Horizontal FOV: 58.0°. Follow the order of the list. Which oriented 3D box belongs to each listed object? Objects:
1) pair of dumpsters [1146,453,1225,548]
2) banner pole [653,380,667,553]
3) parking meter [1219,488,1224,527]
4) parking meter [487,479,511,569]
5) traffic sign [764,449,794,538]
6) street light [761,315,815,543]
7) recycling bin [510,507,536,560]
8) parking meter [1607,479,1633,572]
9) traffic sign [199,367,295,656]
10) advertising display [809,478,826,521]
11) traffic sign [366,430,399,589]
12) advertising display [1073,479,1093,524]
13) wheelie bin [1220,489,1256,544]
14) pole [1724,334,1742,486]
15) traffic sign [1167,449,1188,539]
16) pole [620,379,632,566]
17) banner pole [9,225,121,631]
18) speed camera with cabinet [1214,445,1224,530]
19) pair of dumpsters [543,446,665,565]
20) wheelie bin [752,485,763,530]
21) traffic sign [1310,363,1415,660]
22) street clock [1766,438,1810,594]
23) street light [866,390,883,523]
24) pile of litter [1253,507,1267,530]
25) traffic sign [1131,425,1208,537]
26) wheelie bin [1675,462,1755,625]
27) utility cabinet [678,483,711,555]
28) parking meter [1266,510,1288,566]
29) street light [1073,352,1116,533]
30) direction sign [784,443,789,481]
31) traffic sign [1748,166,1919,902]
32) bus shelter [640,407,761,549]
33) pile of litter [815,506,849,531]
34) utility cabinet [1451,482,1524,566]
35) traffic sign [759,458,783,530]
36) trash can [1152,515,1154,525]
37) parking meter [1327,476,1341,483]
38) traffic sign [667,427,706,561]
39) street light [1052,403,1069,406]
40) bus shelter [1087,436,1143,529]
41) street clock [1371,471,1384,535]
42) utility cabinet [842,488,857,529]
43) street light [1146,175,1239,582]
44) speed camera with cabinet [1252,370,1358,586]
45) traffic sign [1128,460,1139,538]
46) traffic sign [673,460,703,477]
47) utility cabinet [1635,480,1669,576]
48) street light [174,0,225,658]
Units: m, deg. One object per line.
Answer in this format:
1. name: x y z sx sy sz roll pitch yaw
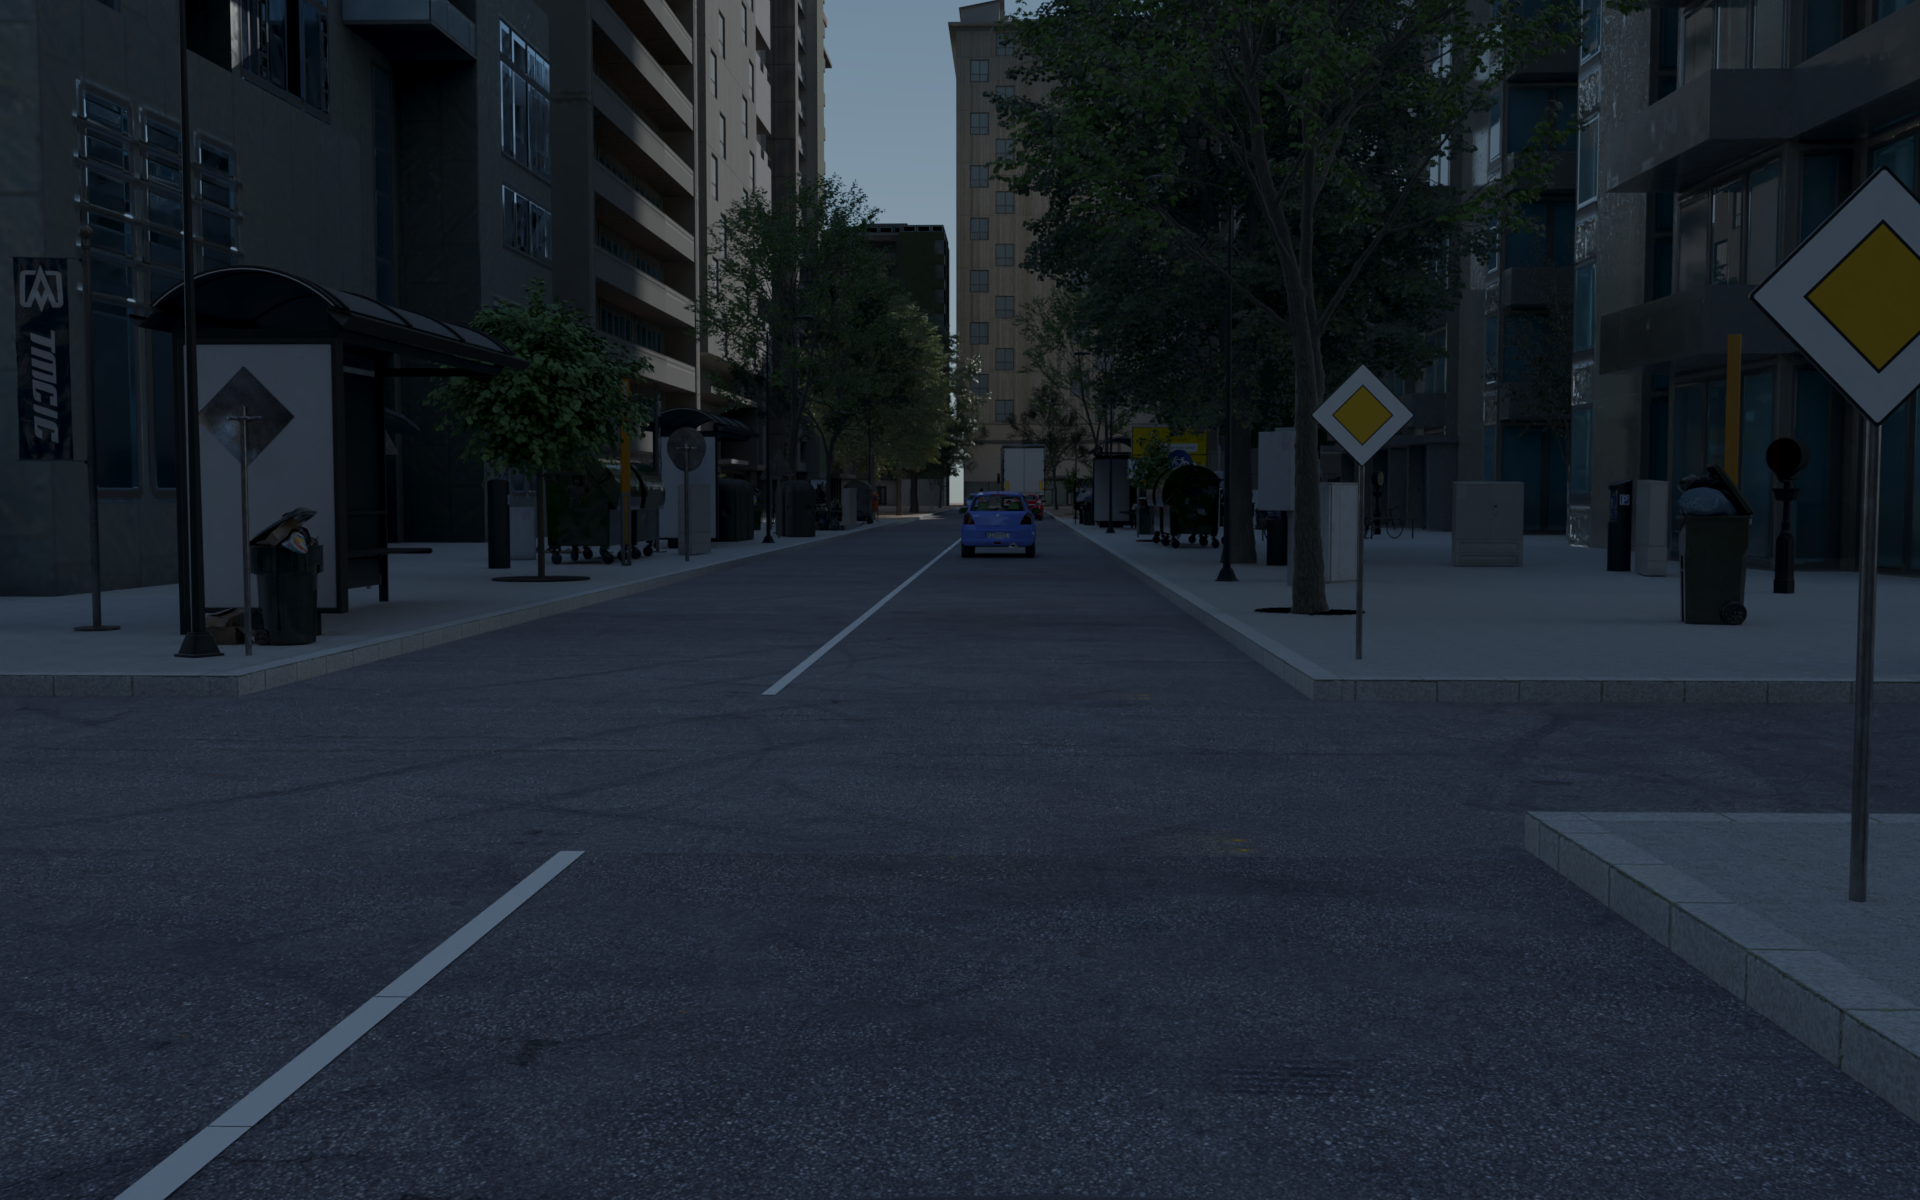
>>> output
1. pair of dumpsters: 5.568 -2.470 42.877 1.574 2.255 4.437 0 4 2
2. banner pole: -6.657 -2.951 38.270 0.401 3.779 0.863 0 4 0
3. parking meter: 10.171 -3.648 68.052 0.372 1.533 0.369 0 3 0
4. parking meter: -7.941 -1.309 29.820 0.372 1.533 0.369 0 3 0
5. traffic sign: -5.263 -3.076 50.301 0.884 2.594 0.081 0 4 6
6. street light: -4.475 -4.441 45.149 1.470 5.913 1.316 0 4 2
7. recycling bin: -8.681 -1.302 33.842 0.722 1.027 0.722 -1 4 -17
8. parking meter: 10.966 -1.246 28.784 0.372 1.533 0.369 0 3 0
9. traffic sign: -5.646 -0.615 13.691 0.795 2.450 0.064 0 4 2
10. advertising display: -5.800 -4.063 71.642 0.974 1.923 0.123 -2 4 -33
11. traffic sign: -7.998 -1.429 23.361 0.884 2.594 0.081 0 4 7
12. advertising display: 5.260 -4.203 73.928 0.974 1.923 0.123 -2 4 -35
13. wheelie bin: 6.960 -2.171 43.409 0.693 1.594 0.980 -2 4 -35
14. pole: 9.902 -1.736 22.234 0.158 3.312 0.155 0 3 0
15. traffic sign: 6.248 -3.019 49.466 0.768 2.556 0.104 1 4 11
16. pole: -5.976 -2.267 30.907 0.158 3.312 0.155 0 3 0
17. banner pole: -8.373 -1.601 16.193 0.863 3.779 0.401 -1 4 -12
18. speed camera with cabinet: 9.144 -4.085 61.126 2.038 3.252 0.660 0 4 -7
19. pair of dumpsters: -6.871 -1.894 33.453 1.574 2.255 4.437 0 4 2
20. wheelie bin: -7.390 -3.260 61.209 0.693 1.594 0.980 -3 5 -44
21. traffic sign: 3.093 -0.596 13.384 0.795 2.450 0.064 0 4 2
22. street clock: 10.649 -1.086 22.327 0.358 2.002 0.471 -3 4 -37
23. street light: -3.451 -6.348 76.336 1.470 5.913 1.316 0 4 2
24. pile of litter: 11.086 -2.968 62.486 1.176 0.858 1.719 0 4 7
25. traffic sign: 6.227 -3.524 51.490 2.265 3.308 0.079 1 4 9
26. wheelie bin: 7.453 -0.566 17.166 0.693 1.594 0.980 1 4 16
27. utility cabinet: -5.633 -1.713 36.683 0.318 1.500 1.173 1 4 12
28. parking meter: 5.693 -1.385 31.059 0.372 1.533 0.369 0 3 0
29. street light: 4.390 -5.138 56.555 1.470 5.913 1.316 0 4 2
30. direction sign: -7.661 -5.215 77.269 0.379 3.537 0.876 1 4 15
31. traffic sign: 2.830 -0.108 5.404 0.795 2.450 0.064 0 4 2
32. bus shelter: -6.362 -3.010 43.134 2.014 3.302 5.546 0 4 2
33. pile of litter: -4.792 -2.872 60.929 1.719 0.858 1.176 1 4 19
34. utility cabinet: 9.321 -1.341 30.599 1.173 1.500 0.318 0 4 3
35. traffic sign: -6.819 -3.825 62.549 0.884 2.594 0.081 0 4 7
36. trash can: 6.646 -2.943 59.771 0.748 1.137 0.748 0 3 0
37. parking meter: 11.843 -3.009 54.912 0.399 1.863 0.255 -3 4 -39
38. traffic sign: -5.219 -2.015 33.049 0.768 2.556 0.104 0 4 5
39. street light: 5.384 -7.090 88.460 1.470 5.913 1.316 0 4 2
40. bus shelter: 5.772 -4.258 63.545 2.014 3.302 5.546 0 4 2
41. street clock: 13.178 -3.066 54.694 0.358 2.002 0.471 3 4 39
42. utility cabinet: -4.083 -3.368 63.742 0.318 1.500 1.173 1 4 8
43. street light: 3.391 -3.231 25.368 1.470 5.913 1.316 0 4 2
44. speed camera with cabinet: 5.039 -1.863 24.796 0.660 3.252 2.038 3 5 42
45. traffic sign: 5.234 -2.983 50.901 0.606 2.300 0.079 1 4 10
46. traffic sign: -6.216 -2.406 39.441 0.768 2.556 0.104 1 4 10
47. utility cabinet: 10.924 -1.141 27.334 0.318 1.500 1.173 1 4 13
48. street light: -5.480 -2.505 13.504 1.470 5.913 1.316 0 4 2
